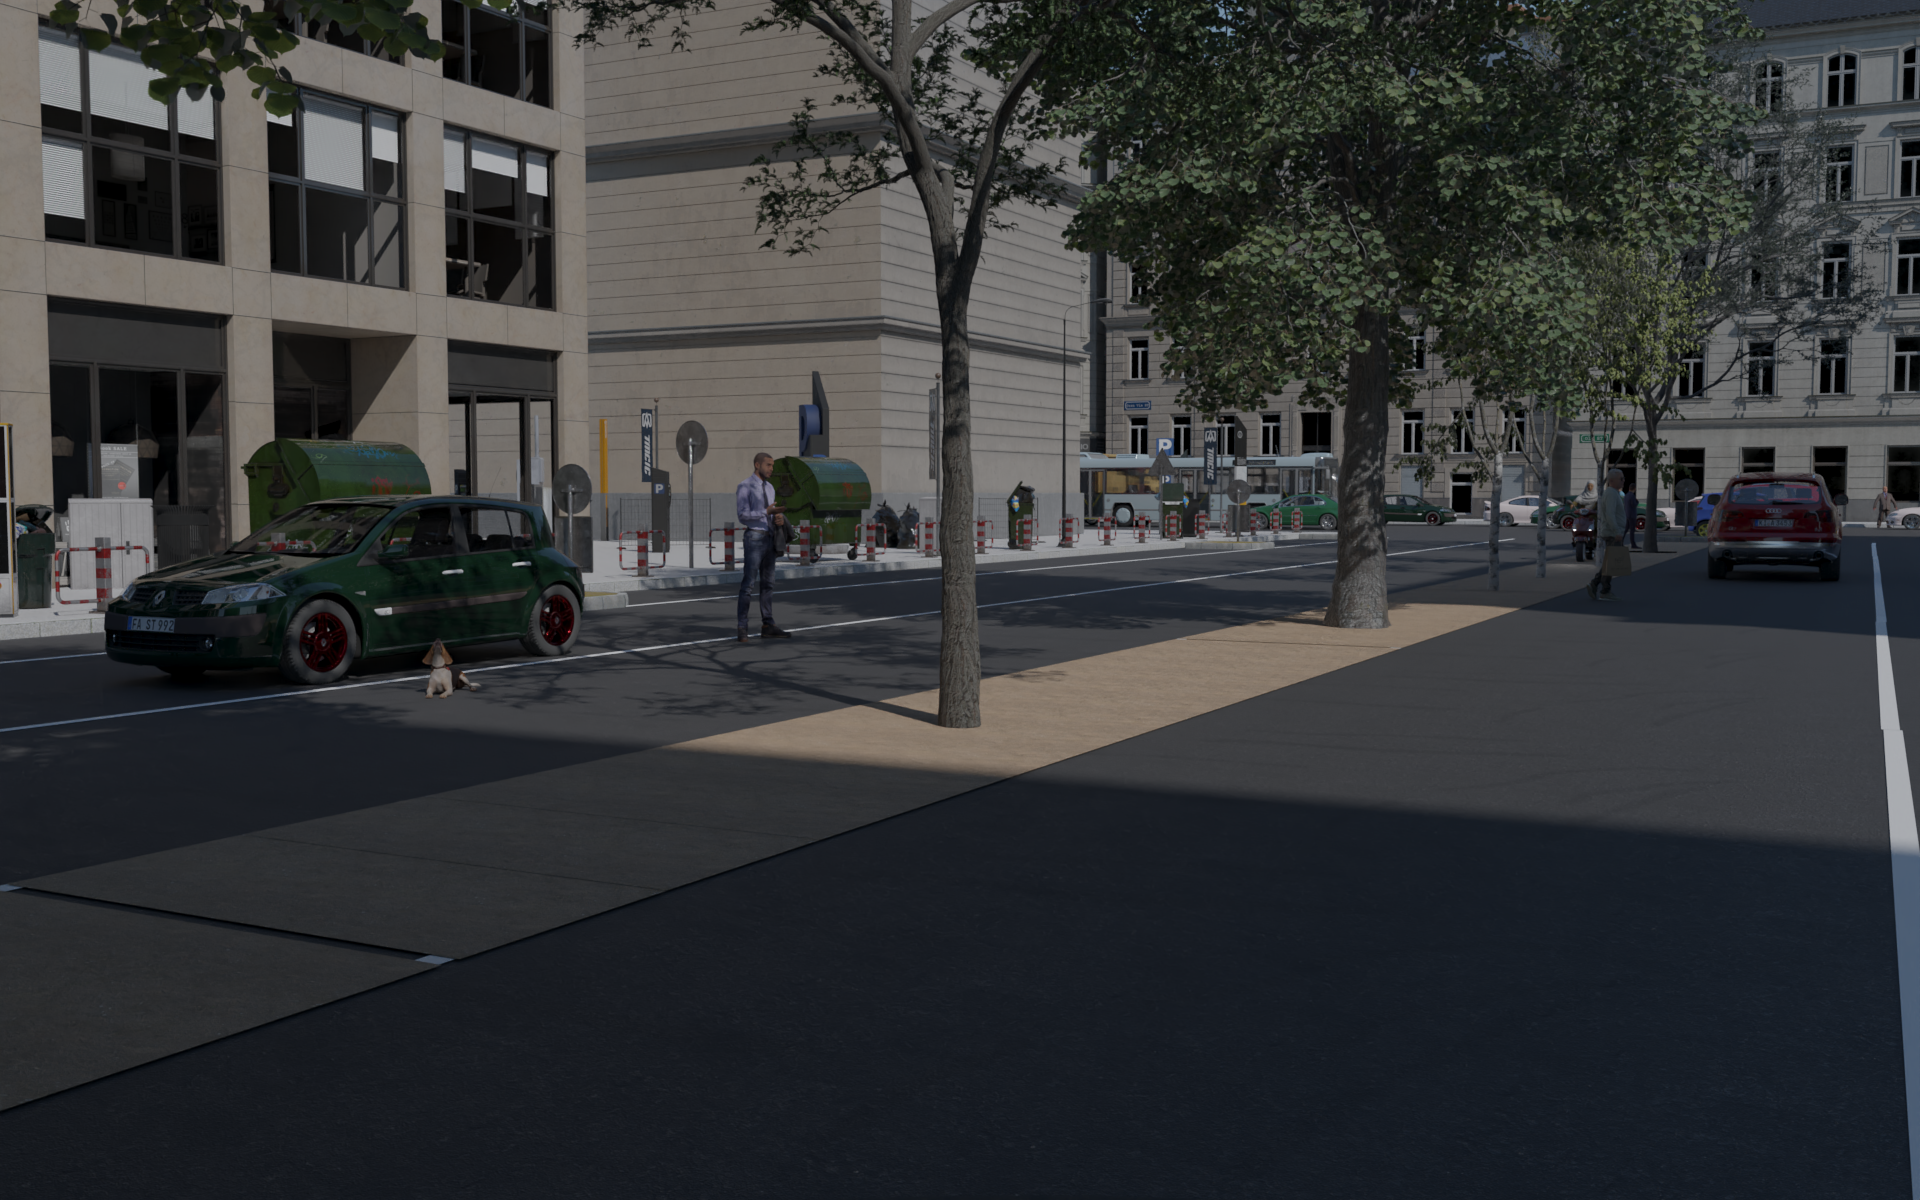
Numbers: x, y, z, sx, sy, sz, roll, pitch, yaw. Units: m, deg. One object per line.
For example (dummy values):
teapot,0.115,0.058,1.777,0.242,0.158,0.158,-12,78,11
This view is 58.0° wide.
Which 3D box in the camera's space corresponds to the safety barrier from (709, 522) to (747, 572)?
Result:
safety barrier,-3.832,-0.888,28.794,0.300,0.817,1.120,2,4,28

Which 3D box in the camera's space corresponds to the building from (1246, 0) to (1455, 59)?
building,45.951,-46.682,201.507,20.611,71.187,20.563,2,4,28

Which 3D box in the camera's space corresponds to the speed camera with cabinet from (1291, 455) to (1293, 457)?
speed camera with cabinet,17.552,-5.731,88.043,0.660,3.252,2.038,-3,5,-41

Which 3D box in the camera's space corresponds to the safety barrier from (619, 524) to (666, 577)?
safety barrier,-4.900,-0.763,26.756,0.300,0.817,1.120,2,4,28

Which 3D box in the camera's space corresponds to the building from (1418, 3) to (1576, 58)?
building,47.887,-30.899,159.819,22.147,44.769,28.867,2,4,28

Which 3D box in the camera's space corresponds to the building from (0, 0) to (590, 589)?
building,-23.491,-13.295,21.894,19.350,26.468,34.151,2,4,28

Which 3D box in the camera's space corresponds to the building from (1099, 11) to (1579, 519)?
building,21.517,-18.303,96.510,25.104,27.353,12.463,2,4,28

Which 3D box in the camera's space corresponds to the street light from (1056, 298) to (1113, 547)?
street light,2.988,-4.216,41.479,1.470,5.913,1.316,2,4,28

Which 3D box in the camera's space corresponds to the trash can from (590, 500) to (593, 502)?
trash can,-9.198,-1.832,41.610,0.748,1.137,0.748,0,3,0

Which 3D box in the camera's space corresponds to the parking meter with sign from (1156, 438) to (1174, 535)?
parking meter with sign,6.570,-3.582,54.825,0.543,3.016,1.738,1,4,13

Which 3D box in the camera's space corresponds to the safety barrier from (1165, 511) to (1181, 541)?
safety barrier,5.807,-2.011,47.151,0.300,0.817,1.120,2,4,28

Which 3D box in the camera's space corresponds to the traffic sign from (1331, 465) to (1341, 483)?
traffic sign,12.465,-3.232,56.485,0.795,2.450,0.064,2,4,28

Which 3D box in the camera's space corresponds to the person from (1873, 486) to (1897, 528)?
person,39.209,-3.934,73.378,0.990,1.755,0.434,1,4,12

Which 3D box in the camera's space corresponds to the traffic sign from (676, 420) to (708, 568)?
traffic sign,-4.655,-1.825,29.939,0.768,2.556,0.104,3,4,36

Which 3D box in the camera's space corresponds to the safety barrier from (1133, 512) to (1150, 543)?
safety barrier,4.739,-1.886,45.113,0.300,0.817,1.120,2,4,28

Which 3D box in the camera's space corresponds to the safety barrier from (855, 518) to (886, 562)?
safety barrier,-1.691,-1.137,32.868,0.300,0.817,1.120,2,4,28

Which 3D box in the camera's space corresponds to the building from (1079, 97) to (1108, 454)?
building,-8.568,-20.621,113.571,44.131,29.872,17.030,2,4,28

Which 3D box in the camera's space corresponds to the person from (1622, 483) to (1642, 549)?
person,17.485,-2.185,45.139,0.530,1.710,0.541,1,4,8

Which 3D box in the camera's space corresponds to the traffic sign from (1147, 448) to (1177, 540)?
traffic sign,5.638,-2.964,48.458,0.884,2.594,0.081,2,4,29

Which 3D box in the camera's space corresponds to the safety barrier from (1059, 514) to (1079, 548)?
safety barrier,2.589,-1.636,41.022,0.300,0.817,1.120,2,4,28

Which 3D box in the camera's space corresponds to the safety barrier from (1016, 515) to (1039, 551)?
safety barrier,1.519,-1.511,38.985,0.300,0.817,1.120,2,4,28

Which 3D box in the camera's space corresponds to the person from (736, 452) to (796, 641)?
person,-1.871,-0.528,16.997,0.599,1.838,0.709,2,4,31

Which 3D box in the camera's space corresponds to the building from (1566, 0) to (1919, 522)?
building,52.618,-18.643,81.229,44.131,29.872,17.030,2,4,28

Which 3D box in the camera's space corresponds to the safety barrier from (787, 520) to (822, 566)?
safety barrier,-2.762,-1.013,30.831,0.300,0.817,1.120,2,4,28

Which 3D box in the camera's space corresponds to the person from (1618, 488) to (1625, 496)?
person,29.027,-4.105,75.954,0.444,1.785,0.601,3,5,41

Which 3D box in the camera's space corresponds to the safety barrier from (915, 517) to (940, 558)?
safety barrier,-0.619,-1.262,34.903,0.300,0.817,1.120,2,4,28

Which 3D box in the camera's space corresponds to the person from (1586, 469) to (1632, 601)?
person,8.693,-0.868,23.182,0.515,1.767,0.782,1,4,14

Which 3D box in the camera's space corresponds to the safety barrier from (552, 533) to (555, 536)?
safety barrier,-5.963,-0.639,24.715,0.300,0.817,1.120,2,4,28

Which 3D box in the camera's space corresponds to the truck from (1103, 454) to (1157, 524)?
truck,6.118,-5.457,85.138,9.791,3.379,3.469,2,4,26

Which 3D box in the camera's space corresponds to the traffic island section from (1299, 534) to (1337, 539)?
traffic island section,12.440,-2.097,56.559,2.009,0.180,2.903,2,4,28

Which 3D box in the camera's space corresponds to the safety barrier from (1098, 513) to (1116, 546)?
safety barrier,3.662,-1.761,43.069,0.300,0.817,1.120,2,4,28

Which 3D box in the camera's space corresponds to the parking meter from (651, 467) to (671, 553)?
parking meter,-6.530,-1.967,37.871,0.399,1.863,0.255,0,4,3

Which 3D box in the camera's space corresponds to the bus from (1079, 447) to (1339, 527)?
bus,10.432,-4.876,74.588,13.247,3.499,2.948,2,4,27

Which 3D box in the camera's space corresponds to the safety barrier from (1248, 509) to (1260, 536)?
safety barrier,9.026,-2.386,53.282,0.300,0.817,1.120,2,4,28

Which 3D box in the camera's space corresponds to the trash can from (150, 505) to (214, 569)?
trash can,-9.895,-0.637,22.067,0.748,1.137,0.748,0,3,0

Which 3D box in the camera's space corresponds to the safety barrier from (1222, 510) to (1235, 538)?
safety barrier,7.956,-2.261,51.245,0.300,0.817,1.120,2,4,28

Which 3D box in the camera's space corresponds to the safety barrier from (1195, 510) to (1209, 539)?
safety barrier,6.879,-2.136,49.201,0.300,0.817,1.120,2,4,28

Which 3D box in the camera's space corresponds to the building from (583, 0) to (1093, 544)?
building,-8.773,-16.318,54.191,23.554,28.519,14.401,2,4,28

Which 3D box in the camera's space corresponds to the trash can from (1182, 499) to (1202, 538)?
trash can,6.793,-2.427,51.332,0.748,1.137,0.748,0,3,0

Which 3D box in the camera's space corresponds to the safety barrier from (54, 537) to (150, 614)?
safety barrier,-9.186,-0.263,18.581,0.300,0.817,1.120,2,4,28

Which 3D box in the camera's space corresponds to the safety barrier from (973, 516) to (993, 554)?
safety barrier,0.450,-1.386,36.941,0.300,0.817,1.120,2,4,28
